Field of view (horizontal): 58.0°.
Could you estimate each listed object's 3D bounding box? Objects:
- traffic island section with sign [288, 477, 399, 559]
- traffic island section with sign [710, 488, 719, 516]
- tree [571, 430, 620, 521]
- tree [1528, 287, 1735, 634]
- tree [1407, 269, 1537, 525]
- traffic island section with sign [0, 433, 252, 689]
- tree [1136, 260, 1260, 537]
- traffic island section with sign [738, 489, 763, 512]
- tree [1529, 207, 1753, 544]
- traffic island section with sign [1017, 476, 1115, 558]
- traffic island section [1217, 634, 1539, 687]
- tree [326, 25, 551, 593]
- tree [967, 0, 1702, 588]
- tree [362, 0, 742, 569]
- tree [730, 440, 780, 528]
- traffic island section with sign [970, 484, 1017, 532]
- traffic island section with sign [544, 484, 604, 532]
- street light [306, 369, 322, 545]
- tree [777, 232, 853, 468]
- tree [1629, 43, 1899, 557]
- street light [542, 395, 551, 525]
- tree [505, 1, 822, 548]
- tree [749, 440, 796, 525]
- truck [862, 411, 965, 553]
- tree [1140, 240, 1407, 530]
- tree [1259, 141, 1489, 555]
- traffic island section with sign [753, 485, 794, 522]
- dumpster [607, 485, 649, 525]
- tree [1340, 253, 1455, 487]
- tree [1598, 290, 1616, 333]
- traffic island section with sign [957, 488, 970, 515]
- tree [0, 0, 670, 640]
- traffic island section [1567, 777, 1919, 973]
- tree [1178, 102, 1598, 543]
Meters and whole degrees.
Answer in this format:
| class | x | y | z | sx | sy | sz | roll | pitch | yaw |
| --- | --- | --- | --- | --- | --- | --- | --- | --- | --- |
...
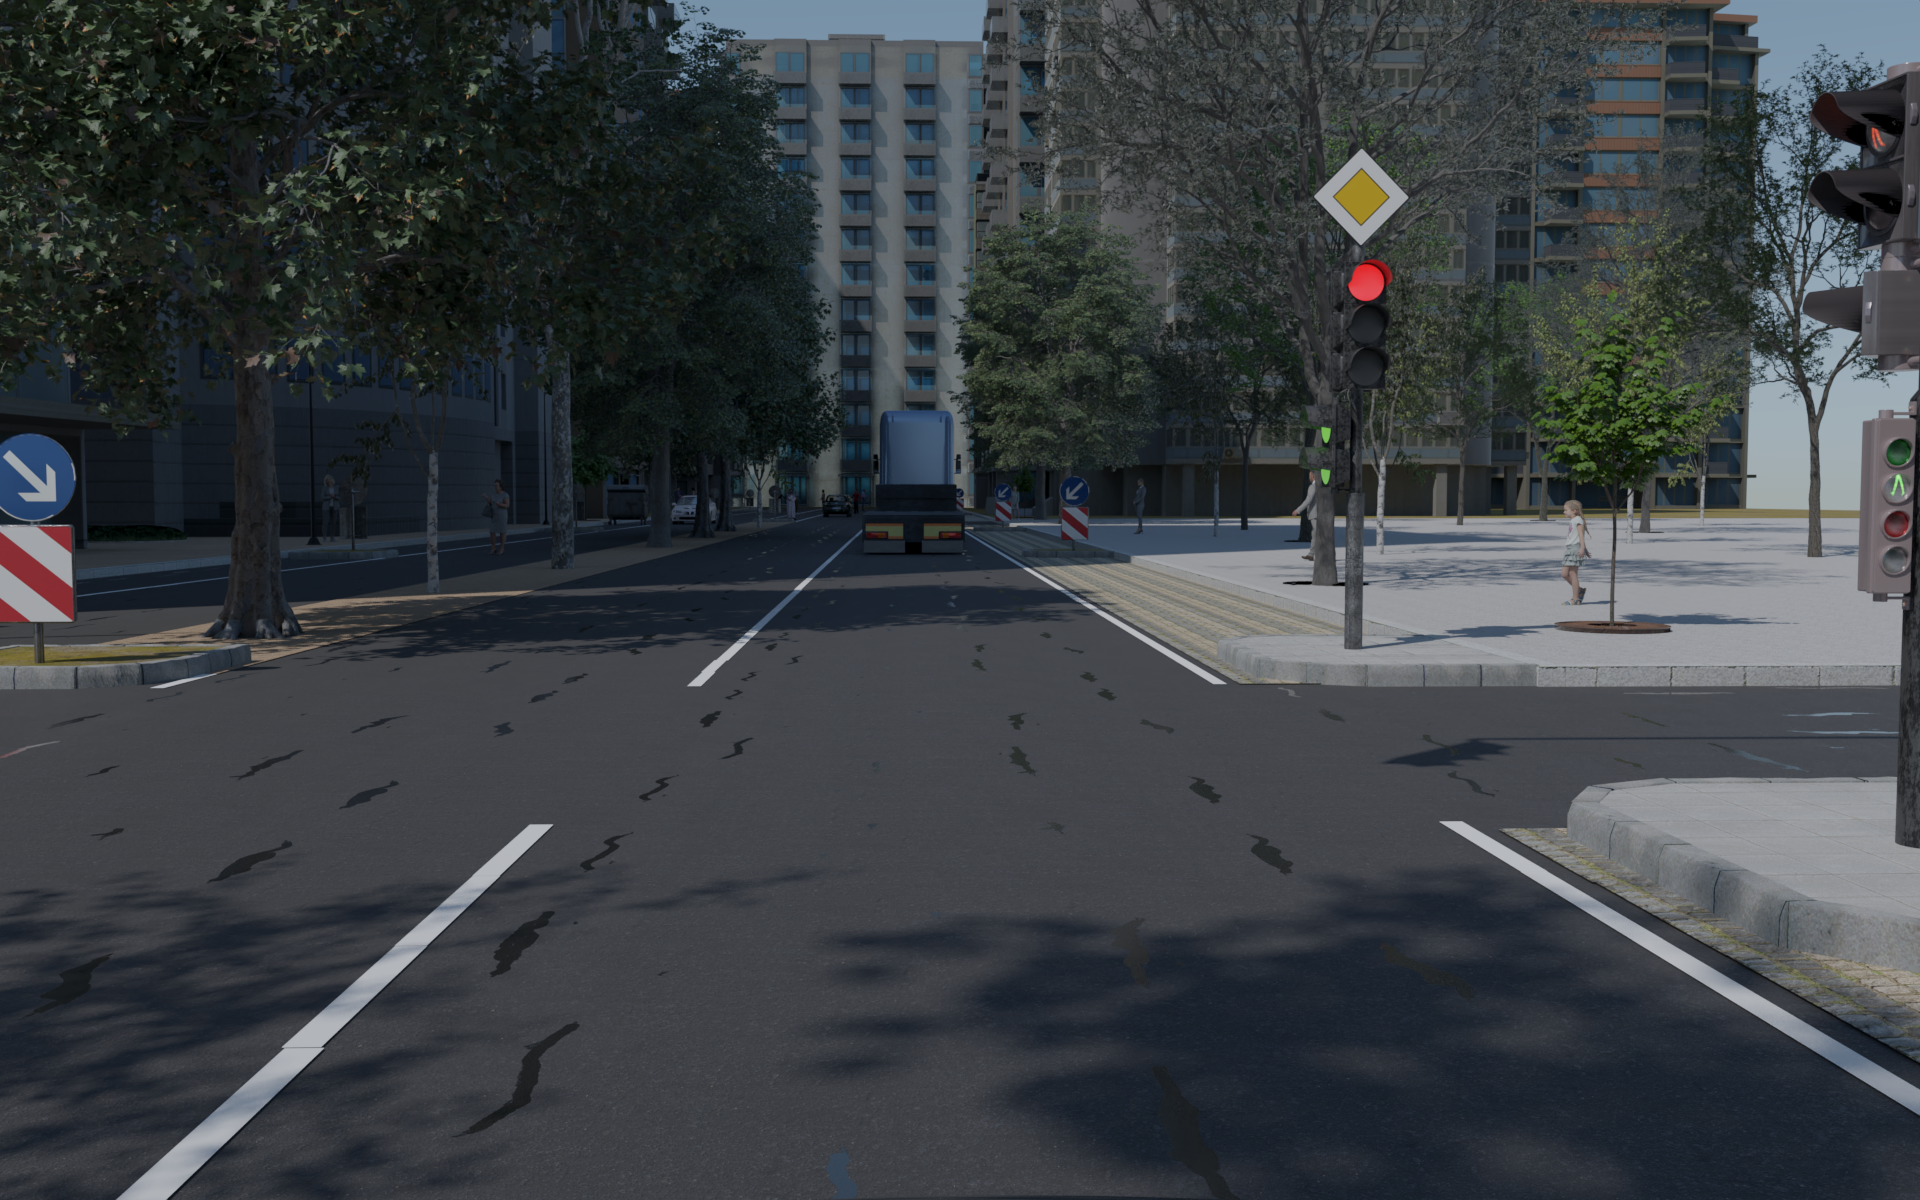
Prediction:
| class | x | y | z | sx | sy | sz | roll | pitch | yaw |
| --- | --- | --- | --- | --- | --- | --- | --- | --- | --- |
| traffic island section with sign | -13.773 | -1.854 | 38.934 | 1.989 | 1.847 | 2.006 | 0 | 4 | -2 |
| traffic island section with sign | -16.357 | -6.541 | 115.577 | 1.989 | 1.847 | 2.006 | 0 | 4 | -2 |
| tree | -18.135 | -6.095 | 83.365 | 4.285 | 4.588 | 4.351 | 0 | 3 | 0 |
| tree | 6.136 | -1.333 | 16.390 | 1.663 | 3.219 | 1.824 | 0 | 3 | 0 |
| tree | 20.873 | -8.350 | 70.930 | 7.601 | 10.594 | 8.767 | -1 | 4 | -19 |
| traffic island section with sign | -6.990 | -0.337 | 13.654 | 2.006 | 1.907 | 1.989 | 0 | 4 | -2 |
| tree | 7.499 | -6.221 | 52.077 | 4.360 | 8.622 | 3.978 | 0 | 3 | 0 |
| traffic island section with sign | -17.290 | -8.218 | 142.993 | 1.989 | 1.847 | 2.006 | 0 | 4 | -2 |
| tree | 17.176 | -5.771 | 44.718 | 4.737 | 8.622 | 4.395 | 0 | 3 | 0 |
| traffic island section with sign | 2.432 | -1.892 | 39.567 | 1.989 | 1.847 | 2.006 | 0 | 4 | -2 |
| traffic island section | 3.277 | 0.486 | 14.339 | 2.009 | 0.180 | 2.903 | 0 | 4 | -2 |
| tree | -7.646 | -4.417 | 25.042 | 4.360 | 8.622 | 3.978 | 0 | 3 | 0 |
| tree | 5.043 | -6.955 | 24.087 | 12.009 | 13.543 | 11.850 | 0 | 3 | 0 |
| tree | -8.815 | -10.696 | 33.225 | 12.611 | 20.169 | 13.585 | 0 | 3 | 0 |
| tree | -8.547 | -7.372 | 73.344 | 4.360 | 8.622 | 3.978 | 0 | 3 | 0 |
| traffic island section with sign | 1.517 | -3.547 | 66.626 | 1.989 | 1.847 | 2.006 | 0 | 4 | -2 |
| traffic island section with sign | -14.687 | -3.516 | 66.122 | 1.989 | 1.847 | 2.006 | 0 | 4 | -2 |
| street light | -15.715 | -4.334 | 43.404 | 1.470 | 5.913 | 1.316 | 0 | 4 | -2 |
| tree | -8.433 | -8.378 | 56.448 | 9.611 | 12.733 | 9.660 | 0 | 3 | 0 |
| tree | 17.635 | -6.161 | 35.150 | 8.767 | 10.594 | 7.601 | 3 | 5 | 42 |
| street light | -16.711 | -6.086 | 72.054 | 1.470 | 5.913 | 1.316 | 0 | 4 | -2 |
| tree | -8.059 | -8.374 | 46.035 | 9.857 | 13.997 | 8.962 | 0 | 3 | 0 |
| tree | -9.011 | -7.665 | 78.150 | 4.737 | 8.622 | 4.395 | 0 | 3 | 0 |
| truck | -1.279 | -3.687 | 50.045 | 2.967 | 4.110 | 18.799 | 0 | 4 | -1 |
| tree | 9.905 | -7.757 | 61.234 | 8.767 | 10.594 | 7.601 | 3 | 5 | 40 |
| tree | 9.020 | -5.284 | 36.758 | 4.360 | 8.622 | 3.978 | 0 | 3 | 0 |
| traffic island section with sign | -9.532 | -4.931 | 88.750 | 2.006 | 1.907 | 1.989 | 0 | 4 | -2 |
| dumpster | -15.433 | -4.418 | 80.453 | 1.865 | 1.857 | 1.264 | 0 | 4 | -1 |
| tree | 12.850 | -6.252 | 52.589 | 4.737 | 8.622 | 4.395 | 0 | 3 | 0 |
| tree | 27.496 | -9.532 | 81.606 | 9.928 | 11.665 | 9.643 | 0 | 3 | 0 |
| traffic island section with sign | -0.185 | -6.618 | 116.833 | 1.989 | 1.847 | 2.006 | 0 | 4 | -2 |
| tree | -7.077 | -5.977 | 17.184 | 9.611 | 12.733 | 9.660 | 0 | 3 | 0 |
| traffic island section | 3.546 | 0.974 | 6.358 | 2.009 | 0.180 | 2.903 | 0 | 4 | -2 |
| tree | 9.388 | -7.342 | 45.792 | 9.928 | 11.665 | 9.643 | 0 | 3 | 0 |
